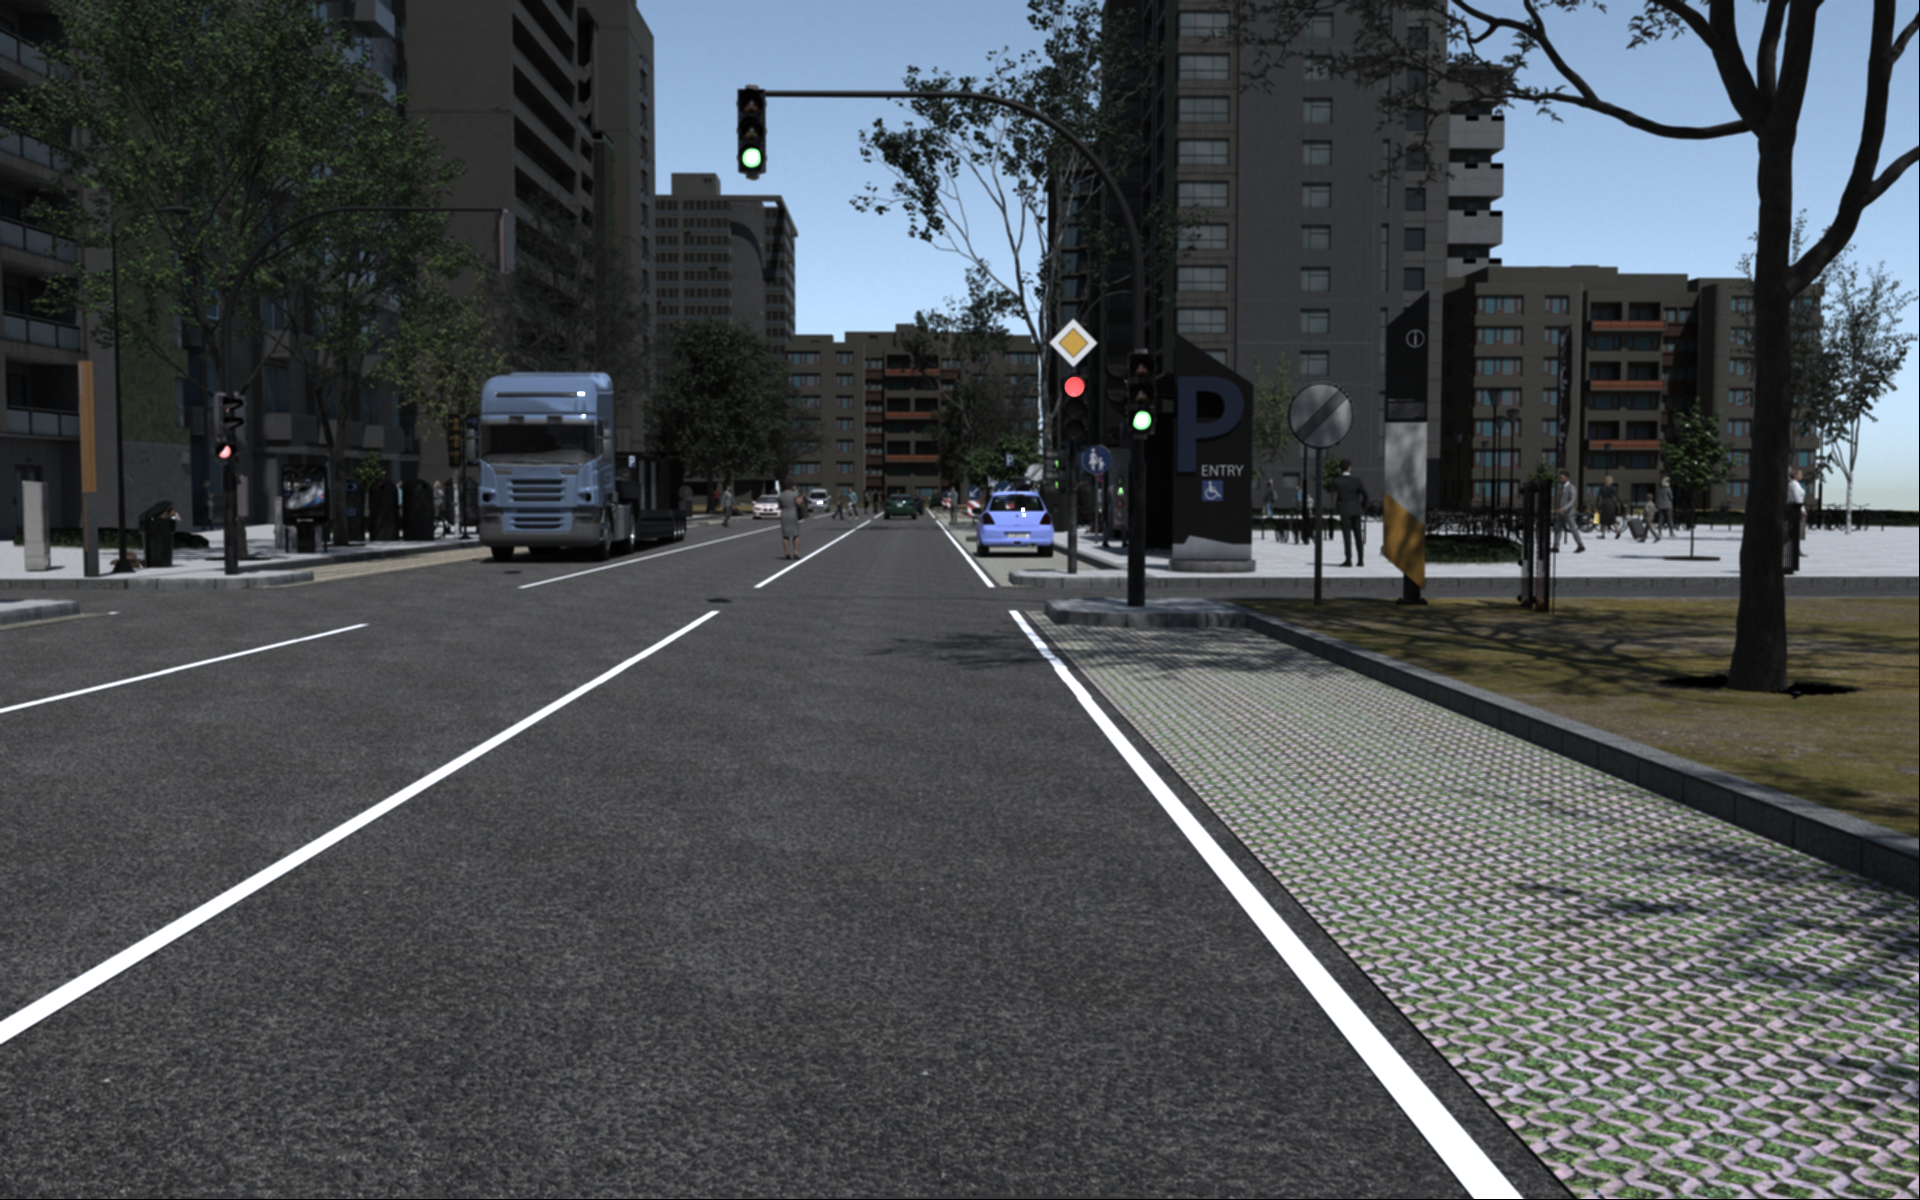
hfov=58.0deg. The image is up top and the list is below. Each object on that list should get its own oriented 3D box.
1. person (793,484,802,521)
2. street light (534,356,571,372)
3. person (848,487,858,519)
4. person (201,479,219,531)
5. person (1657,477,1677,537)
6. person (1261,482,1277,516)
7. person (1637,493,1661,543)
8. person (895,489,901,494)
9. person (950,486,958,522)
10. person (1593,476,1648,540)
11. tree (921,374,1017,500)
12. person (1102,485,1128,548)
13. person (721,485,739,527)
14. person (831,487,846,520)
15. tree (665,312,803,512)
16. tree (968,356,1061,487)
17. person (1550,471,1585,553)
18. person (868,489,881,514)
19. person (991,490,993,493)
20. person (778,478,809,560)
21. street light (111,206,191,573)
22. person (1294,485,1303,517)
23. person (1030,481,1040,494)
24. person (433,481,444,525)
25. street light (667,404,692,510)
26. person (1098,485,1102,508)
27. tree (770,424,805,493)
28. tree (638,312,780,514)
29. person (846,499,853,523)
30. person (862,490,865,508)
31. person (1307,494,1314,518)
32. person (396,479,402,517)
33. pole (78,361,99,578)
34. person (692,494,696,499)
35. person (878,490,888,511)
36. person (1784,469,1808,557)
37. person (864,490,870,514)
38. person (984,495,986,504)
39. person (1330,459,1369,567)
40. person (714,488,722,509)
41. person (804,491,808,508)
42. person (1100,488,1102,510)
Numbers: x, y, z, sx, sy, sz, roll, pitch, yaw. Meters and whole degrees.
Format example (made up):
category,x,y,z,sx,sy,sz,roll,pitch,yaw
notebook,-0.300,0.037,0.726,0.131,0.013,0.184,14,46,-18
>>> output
category,x,y,z,sx,sy,sz,roll,pitch,yaw
person,-6.703,-3.803,70.645,0.622,1.834,0.822,2,4,30
street light,-13.805,-5.260,58.537,1.470,5.913,1.316,0,4,-1
person,-6.153,-5.583,99.794,0.660,1.820,0.620,2,4,35
person,-26.235,-3.318,60.478,0.526,1.800,0.537,-2,4,-34
person,21.232,-2.807,52.116,0.526,1.800,0.537,-1,4,-23
person,14.412,-4.579,80.899,0.794,1.824,0.713,0,4,3
person,18.147,-2.159,45.611,0.640,1.303,0.475,2,4,34
person,-4.972,-8.006,139.335,1.348,1.831,0.705,-1,4,-10
person,-0.304,-4.766,86.518,0.391,1.810,0.635,-2,4,-28
person,18.740,-2.630,49.268,0.699,1.804,1.509,-2,4,-26
tree,1.150,-15.130,164.379,9.611,12.733,9.660,0,3,0
person,3.742,-2.148,41.440,0.850,1.792,0.678,-3,5,-41
person,-10.041,-4.066,75.105,0.853,1.813,0.709,2,4,24
person,-6.741,-5.383,96.422,0.836,1.842,0.656,-1,4,-21
tree,-16.288,-13.173,122.025,9.857,13.997,8.962,0,3,0
tree,3.288,-8.636,91.557,4.360,8.622,3.978,0,3,0
person,13.232,-1.923,37.753,0.850,1.792,0.678,-1,4,-11
person,-6.243,-7.298,127.828,1.348,1.822,0.705,3,5,42
person,2.418,-7.058,122.177,0.721,1.736,1.217,1,4,16
person,-3.601,-1.770,37.805,0.716,1.782,0.532,1,4,19
street light,-13.117,-3.398,28.099,1.470,5.913,1.316,0,4,-1
person,18.878,-5.504,96.377,0.444,1.785,0.601,-2,4,-29
person,2.864,-3.616,65.429,0.793,1.790,0.793,1,4,13
person,-20.316,-3.758,67.675,0.526,1.800,0.537,2,4,35
street light,-14.525,-7.155,89.527,1.470,5.913,1.316,0,4,-1
person,6.609,-4.722,83.354,0.635,1.810,0.391,-1,4,-10
tree,-17.269,-13.283,167.541,4.360,8.622,3.978,0,3,0
tree,-15.890,-11.765,109.369,9.611,12.733,9.660,0,3,0
person,-5.516,-4.430,85.943,0.382,1.210,0.505,-3,5,-41
person,-9.734,-10.330,177.338,0.705,1.831,1.348,1,4,13
person,18.338,-4.926,90.868,0.425,1.301,0.394,1,4,13
person,-20.637,-3.523,63.509,0.748,1.841,0.638,2,4,32
pole,-13.395,-2.005,26.619,0.158,3.312,0.155,0,3,0
person,-20.809,-7.712,132.820,1.217,1.739,0.721,-2,4,-33
person,-6.415,-8.203,143.143,1.217,1.766,0.721,0,4,4
person,17.064,-1.790,35.528,0.641,1.798,0.478,2,4,28
person,-6.621,-7.010,123.898,0.721,1.735,1.217,-1,4,-18
person,2.163,-7.893,138.359,0.557,1.426,1.065,2,4,33
person,6.875,-1.544,30.649,0.648,1.900,0.474,0,4,-8
person,-21.277,-8.916,151.750,1.348,1.831,0.705,-1,4,-22
person,-14.579,-9.467,164.199,0.541,1.710,0.530,-3,5,-41
person,10.558,-7.382,127.544,0.742,1.727,0.445,3,4,39
